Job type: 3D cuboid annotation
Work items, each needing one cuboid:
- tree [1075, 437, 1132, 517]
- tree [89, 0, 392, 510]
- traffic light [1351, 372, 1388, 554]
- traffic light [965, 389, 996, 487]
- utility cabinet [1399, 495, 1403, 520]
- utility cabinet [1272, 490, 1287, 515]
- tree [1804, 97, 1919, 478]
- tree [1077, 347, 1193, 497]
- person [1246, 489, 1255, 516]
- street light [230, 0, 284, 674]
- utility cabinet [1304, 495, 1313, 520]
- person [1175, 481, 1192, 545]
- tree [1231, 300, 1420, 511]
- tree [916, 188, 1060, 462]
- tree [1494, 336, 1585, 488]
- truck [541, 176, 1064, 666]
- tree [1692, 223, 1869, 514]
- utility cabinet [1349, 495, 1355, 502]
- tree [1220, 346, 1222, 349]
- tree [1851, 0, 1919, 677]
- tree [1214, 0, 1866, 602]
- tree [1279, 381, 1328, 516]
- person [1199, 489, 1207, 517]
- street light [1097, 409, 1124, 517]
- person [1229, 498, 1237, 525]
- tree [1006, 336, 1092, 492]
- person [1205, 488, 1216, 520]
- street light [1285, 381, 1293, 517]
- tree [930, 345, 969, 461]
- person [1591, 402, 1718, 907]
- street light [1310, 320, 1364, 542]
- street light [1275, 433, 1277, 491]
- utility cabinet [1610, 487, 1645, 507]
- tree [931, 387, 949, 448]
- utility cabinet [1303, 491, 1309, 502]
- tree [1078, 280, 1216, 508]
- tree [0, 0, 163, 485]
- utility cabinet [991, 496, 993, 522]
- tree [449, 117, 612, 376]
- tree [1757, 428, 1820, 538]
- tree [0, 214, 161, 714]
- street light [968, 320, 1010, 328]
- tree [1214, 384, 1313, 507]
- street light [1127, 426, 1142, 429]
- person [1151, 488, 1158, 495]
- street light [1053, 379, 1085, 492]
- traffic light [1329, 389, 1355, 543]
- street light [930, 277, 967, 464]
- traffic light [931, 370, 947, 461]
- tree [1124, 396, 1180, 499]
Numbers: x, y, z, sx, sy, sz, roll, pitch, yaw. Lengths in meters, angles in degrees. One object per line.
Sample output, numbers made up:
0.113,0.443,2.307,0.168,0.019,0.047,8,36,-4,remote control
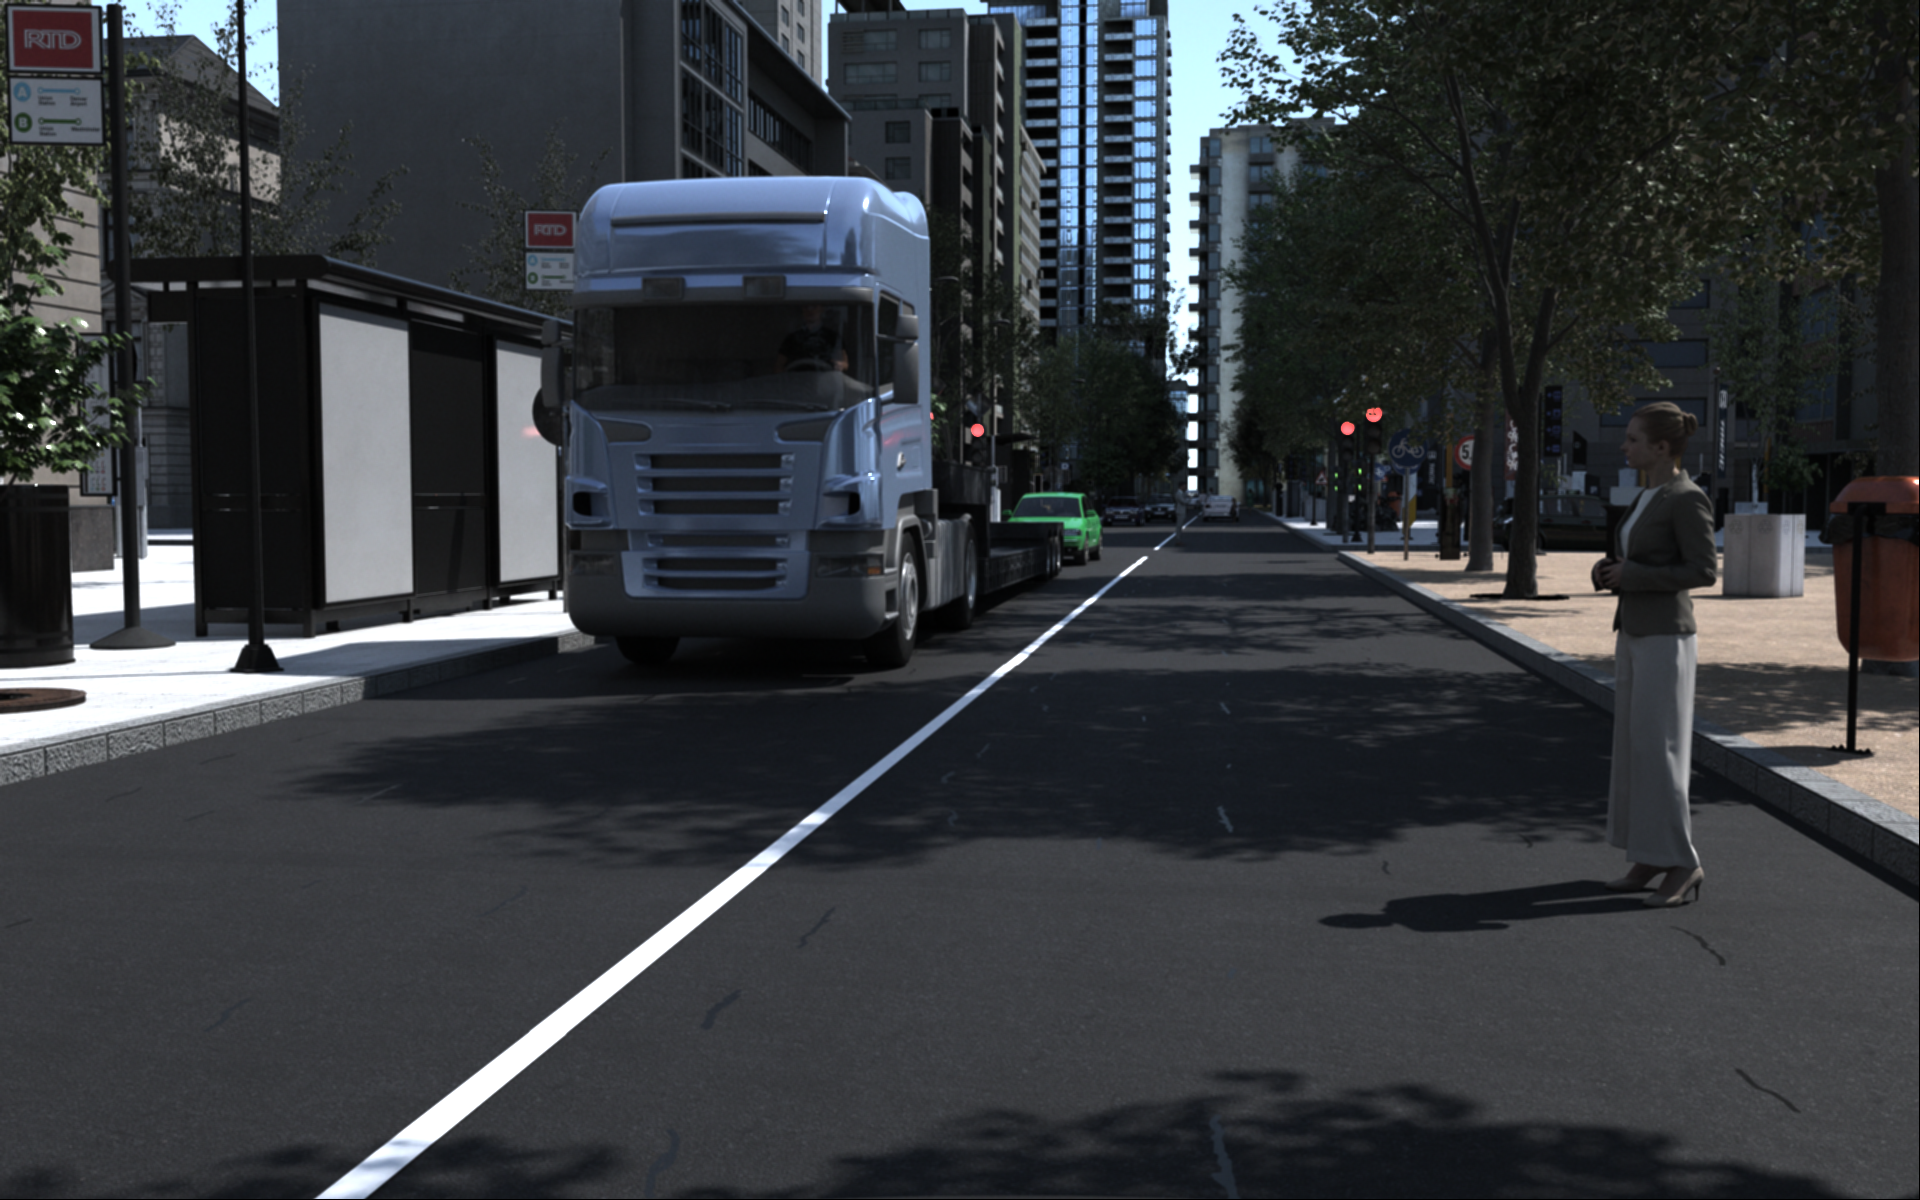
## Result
8.193,-7.044,98.876,4.285,4.588,4.351,0,3,0,tree
-10.443,-4.557,24.874,4.360,8.622,3.978,0,3,0,tree
8.825,-2.950,37.157,0.839,4.253,0.868,1,4,9,traffic light
0.529,-3.521,46.484,0.839,4.253,0.868,1,4,9,traffic light
21.675,-4.522,85.093,1.020,1.237,0.306,0,4,3,utility cabinet
19.878,-6.011,106.964,1.173,1.500,0.318,3,5,42,utility cabinet
16.663,-4.831,29.344,4.360,8.622,3.978,0,3,0,tree
13.483,-13.366,135.546,9.611,12.733,9.660,0,3,0,tree
19.286,-6.509,115.173,0.600,1.795,0.529,2,4,24,person
-4.555,-2.430,12.271,1.470,5.913,1.316,1,4,9,street light
16.922,-4.454,83.983,0.306,1.237,1.020,0,4,2,utility cabinet
6.252,-2.434,48.477,0.466,1.800,0.511,0,4,5,person
17.107,-8.787,78.088,7.601,10.594,8.767,0,4,-4,tree
-0.335,-7.245,52.873,8.767,10.594,7.601,-3,5,-43,tree
23.442,-7.409,71.505,4.737,8.622,4.395,0,3,0,tree
-0.643,-1.937,21.432,2.967,4.110,18.799,0,4,8,truck
21.140,-5.823,45.561,4.737,8.622,4.395,0,3,0,tree
17.444,-4.087,77.988,0.306,1.237,1.020,2,4,33,utility cabinet
13.313,-8.897,63.600,7.486,12.596,7.792,0,3,0,tree
6.274,-5.746,12.071,7.486,12.596,7.792,0,3,0,tree
6.770,-5.808,20.710,9.928,11.665,9.643,0,3,0,tree
20.361,-9.291,102.267,4.737,8.622,4.395,0,3,0,tree
15.431,-6.104,108.965,0.731,1.740,0.598,-1,4,-14,person
8.148,-7.483,94.882,1.470,5.913,1.316,1,4,9,street light
12.833,-4.171,81.362,0.373,1.253,0.362,0,4,7,person
4.302,-8.018,81.453,4.737,8.622,4.395,0,3,0,tree
13.905,-5.356,96.344,0.850,1.792,0.678,2,4,28,person
13.946,-6.007,70.755,1.470,5.913,1.316,1,4,9,street light
-1.696,-8.181,84.128,4.737,8.622,4.395,0,3,0,tree
2.451,0.174,6.205,0.362,1.759,0.519,0,4,0,person
10.070,-4.505,46.203,1.470,5.913,1.316,1,4,9,street light
17.661,-7.508,95.296,1.470,5.913,1.316,1,4,9,street light
20.415,-2.694,52.733,1.173,1.500,0.318,1,4,15,utility cabinet
-1.872,-3.105,34.479,4.285,4.588,4.351,0,3,0,tree
22.765,-6.447,114.084,0.318,1.500,1.173,0,4,5,utility cabinet
17.466,-18.058,151.142,12.611,20.169,13.585,0,3,0,tree
-10.963,-4.206,19.125,4.737,8.622,4.395,0,3,0,tree
0.447,-2.504,52.101,1.020,1.237,0.306,1,4,19,utility cabinet
-8.530,-5.151,34.585,4.360,8.622,3.978,0,3,0,tree
24.600,-3.466,51.267,1.663,3.219,1.824,0,3,0,tree
-5.819,-0.960,10.291,1.663,3.219,1.824,0,3,0,tree
0.636,-4.515,46.358,1.470,5.913,1.316,1,4,9,street light
30.451,-16.064,173.009,12.009,13.543,11.850,0,3,0,tree
11.766,-8.954,118.941,1.470,5.913,1.316,1,4,9,street light
11.173,-5.561,99.604,0.511,1.800,0.466,1,4,15,person
4.359,-5.985,70.401,1.470,5.913,1.316,1,4,9,street light
10.032,-3.433,45.051,0.839,4.253,0.868,1,4,9,traffic light
-0.725,-3.960,37.279,1.470,5.913,1.316,1,4,9,street light
-0.679,-3.038,38.590,0.839,4.253,0.868,1,4,9,traffic light
19.515,-16.072,180.910,7.486,12.596,7.792,0,3,0,tree
